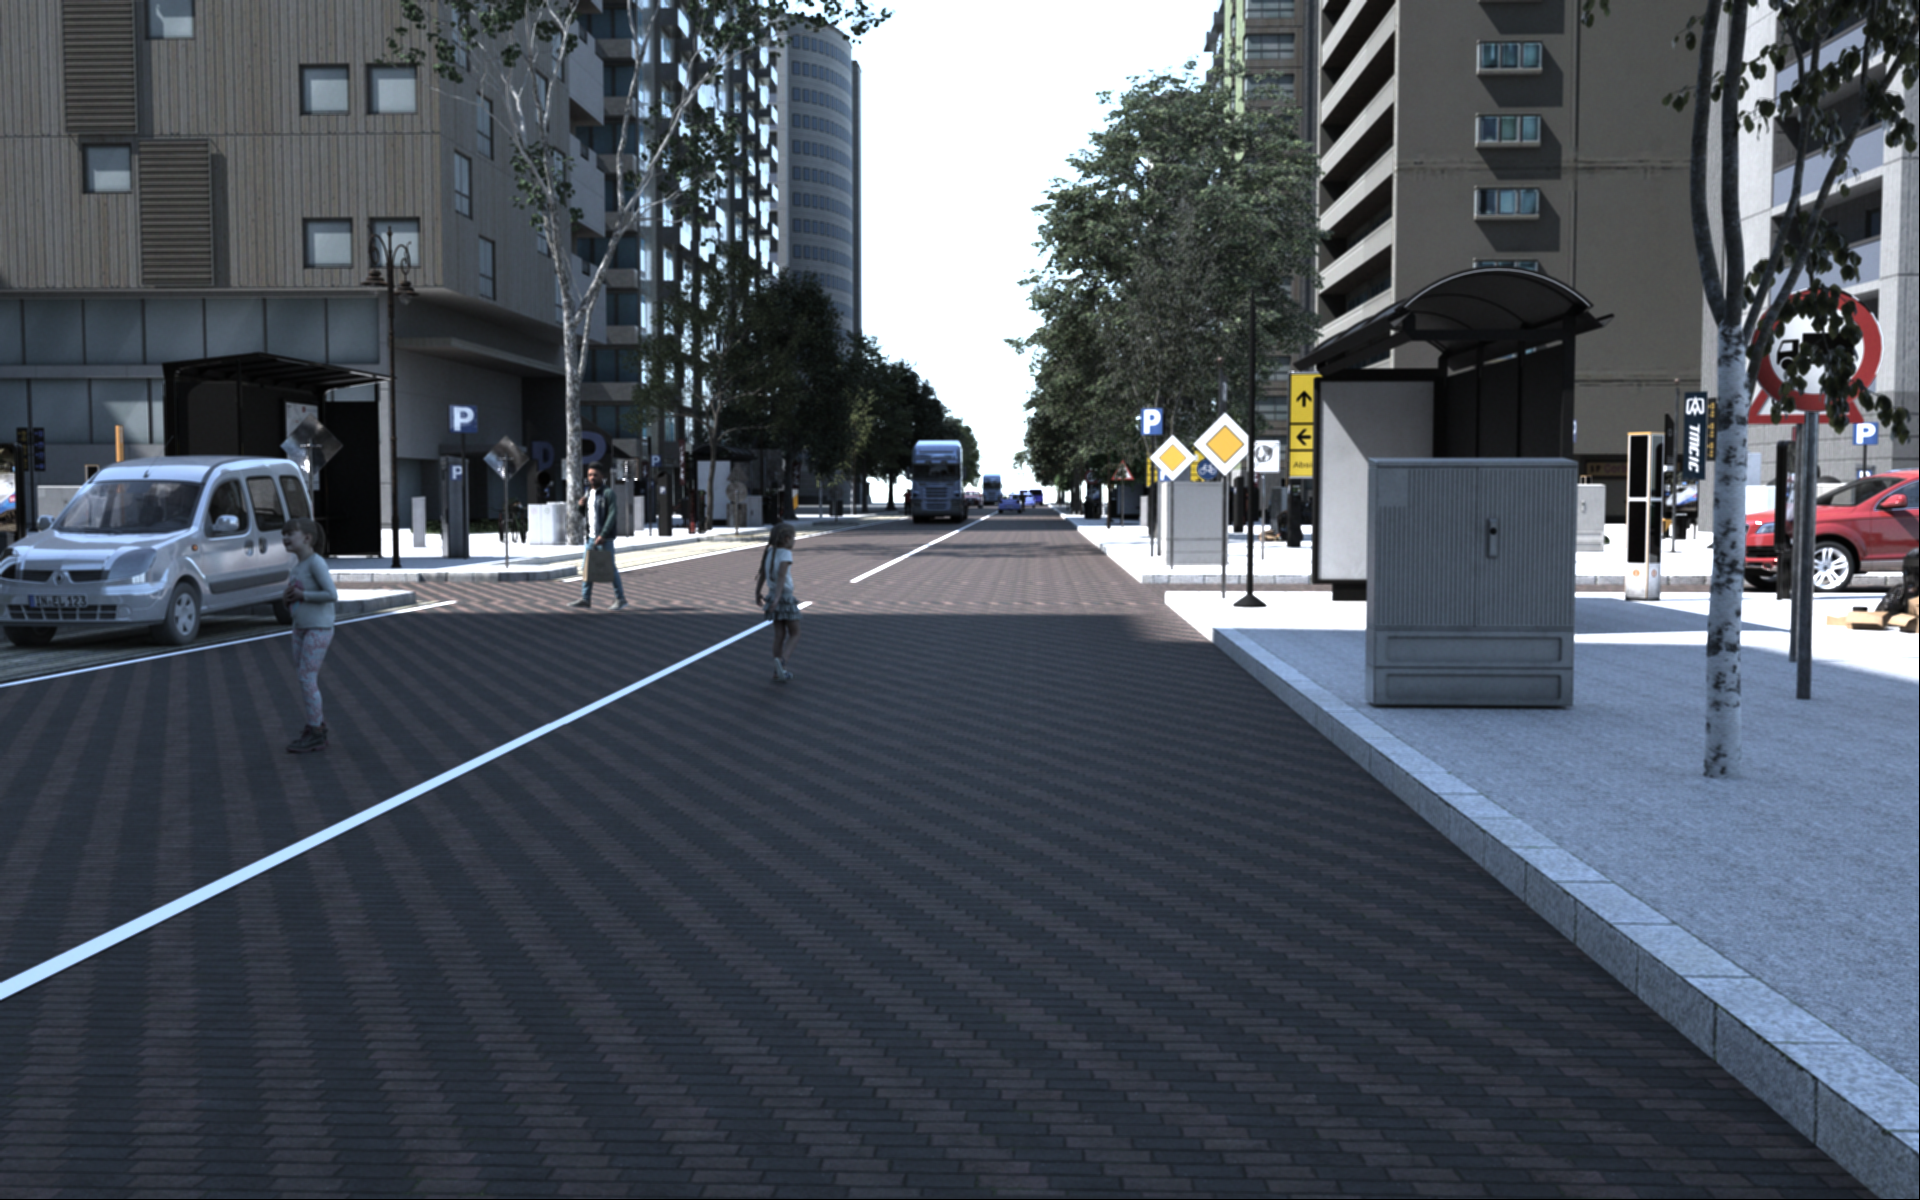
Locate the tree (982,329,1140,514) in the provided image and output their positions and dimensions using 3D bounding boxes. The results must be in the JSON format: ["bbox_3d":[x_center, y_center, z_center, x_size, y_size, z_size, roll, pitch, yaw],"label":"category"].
[{"bbox_3d":[7.633,-11.872,111.117,9.611,12.733,9.660,0,3,0],"label":"tree"}]

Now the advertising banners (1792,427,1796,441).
[{"bbox_3d":[21.311,-3.012,45.431,0.090,3.025,2.074,-2,4,-32],"label":"advertising banners"}]

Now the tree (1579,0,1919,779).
[{"bbox_3d":[3.684,-3.496,7.516,4.360,8.622,3.978,0,3,0],"label":"tree"}]

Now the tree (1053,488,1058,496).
[{"bbox_3d":[14.723,-18.785,257.494,4.737,8.622,4.395,0,3,0],"label":"tree"}]

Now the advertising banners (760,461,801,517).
[{"bbox_3d":[-9.497,-5.902,92.691,2.074,3.025,0.090,-1,4,-13],"label":"advertising banners"}]

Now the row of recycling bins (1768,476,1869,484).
[{"bbox_3d":[20.431,-2.004,39.883,3.534,1.692,1.069,1,4,9],"label":"row of recycling bins"}]

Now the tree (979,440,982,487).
[{"bbox_3d":[-4.078,-15.163,164.917,9.611,12.733,9.660,0,3,0],"label":"tree"}]

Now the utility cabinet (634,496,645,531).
[{"bbox_3d":[-11.157,-3.001,60.234,0.306,1.237,1.020,0,4,-6],"label":"utility cabinet"}]

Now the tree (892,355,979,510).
[{"bbox_3d":[-5.470,-13.584,139.108,9.611,12.733,9.660,0,3,0],"label":"tree"}]

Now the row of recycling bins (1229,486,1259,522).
[{"bbox_3d":[12.773,-4.520,81.022,1.069,1.692,3.534,3,5,43],"label":"row of recycling bins"}]

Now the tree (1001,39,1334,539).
[{"bbox_3d":[5.836,-8.749,49.704,9.857,13.997,8.962,0,3,0],"label":"tree"}]

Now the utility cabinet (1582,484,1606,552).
[{"bbox_3d":[13.567,-1.802,38.137,1.173,1.500,0.318,0,4,1],"label":"utility cabinet"}]

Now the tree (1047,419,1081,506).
[{"bbox_3d":[10.023,-13.076,148.211,7.601,10.594,8.767,2,4,33],"label":"tree"}]

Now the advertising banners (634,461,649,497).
[{"bbox_3d":[-17.406,-5.893,92.533,2.074,3.025,0.090,2,4,28],"label":"advertising banners"}]

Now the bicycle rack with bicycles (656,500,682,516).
[{"bbox_3d":[-17.121,-5.511,103.491,2.852,0.926,2.925,3,5,40],"label":"bicycle rack with bicycles"}]

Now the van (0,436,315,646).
[{"bbox_3d":[-8.042,-0.647,17.590,2.013,2.044,4.112,0,4,2],"label":"van"}]

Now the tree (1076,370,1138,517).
[{"bbox_3d":[8.422,-9.051,98.350,4.737,8.622,4.395,0,3,0],"label":"tree"}]

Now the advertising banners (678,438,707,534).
[{"bbox_3d":[-8.581,-3.625,55.459,0.090,3.025,2.074,1,4,16],"label":"advertising banners"}]

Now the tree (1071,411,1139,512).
[{"bbox_3d":[9.252,-12.024,122.345,9.928,11.665,9.643,0,3,0],"label":"tree"}]

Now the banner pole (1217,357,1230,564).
[{"bbox_3d":[4.840,-2.565,31.954,0.401,3.779,0.863,1,4,20],"label":"banner pole"}]

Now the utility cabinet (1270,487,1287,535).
[{"bbox_3d":[9.826,-2.721,53.174,0.318,1.500,1.173,0,4,-5],"label":"utility cabinet"}]

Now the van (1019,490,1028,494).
[{"bbox_3d":[9.549,-15.255,253.797,2.240,2.365,5.245,0,4,4],"label":"van"}]

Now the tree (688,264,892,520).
[{"bbox_3d":[-8.574,-10.356,86.320,9.611,12.733,9.660,0,3,0],"label":"tree"}]

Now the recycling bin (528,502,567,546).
[{"bbox_3d":[-10.321,-1.881,43.316,0.722,1.027,0.722,1,4,11],"label":"recycling bin"}]

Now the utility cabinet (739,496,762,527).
[{"bbox_3d":[-8.273,-3.465,67.816,1.020,1.237,0.306,1,4,14],"label":"utility cabinet"}]

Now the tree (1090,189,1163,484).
[{"bbox_3d":[4.813,-5.515,40.533,4.360,8.622,3.978,0,3,0],"label":"tree"}]

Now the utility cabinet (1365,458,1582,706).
[{"bbox_3d":[3.068,-0.107,10.424,1.173,1.500,0.318,0,4,3],"label":"utility cabinet"}]

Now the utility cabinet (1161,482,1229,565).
[{"bbox_3d":[4.213,-1.371,31.098,1.173,1.500,0.318,-1,4,-13],"label":"utility cabinet"}]

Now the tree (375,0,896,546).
[{"bbox_3d":[-8.418,-11.357,41.568,12.611,20.169,13.585,0,3,0],"label":"tree"}]

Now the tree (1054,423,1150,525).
[{"bbox_3d":[6.795,-5.451,72.830,4.285,4.588,4.351,0,3,0],"label":"tree"}]

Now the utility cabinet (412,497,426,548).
[{"bbox_3d":[-13.011,-1.864,41.642,0.306,1.237,1.020,-1,4,-16],"label":"utility cabinet"}]

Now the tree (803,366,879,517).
[{"bbox_3d":[-7.549,-8.934,96.440,4.737,8.622,4.395,0,3,0],"label":"tree"}]

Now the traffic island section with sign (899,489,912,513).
[{"bbox_3d":[-3.527,-7.374,129.190,1.989,1.847,2.006,0,4,2],"label":"traffic island section with sign"}]

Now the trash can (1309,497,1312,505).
[{"bbox_3d":[16.978,-4.336,82.542,0.748,1.137,0.748,0,3,0],"label":"trash can"}]

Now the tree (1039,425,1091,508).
[{"bbox_3d":[10.393,-14.831,160.612,7.486,12.596,7.792,0,3,0],"label":"tree"}]

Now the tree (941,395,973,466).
[{"bbox_3d":[-3.598,-17.665,199.191,12.009,13.543,11.850,0,3,0],"label":"tree"}]

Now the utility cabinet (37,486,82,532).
[{"bbox_3d":[-24.628,-2.376,47.532,1.173,1.500,0.318,-2,4,-24],"label":"utility cabinet"}]

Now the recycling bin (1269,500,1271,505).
[{"bbox_3d":[14.019,-3.872,75.865,0.722,1.027,0.722,-2,4,-27],"label":"recycling bin"}]

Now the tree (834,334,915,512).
[{"bbox_3d":[-6.830,-12.519,122.816,7.486,12.596,7.792,0,3,0],"label":"tree"}]

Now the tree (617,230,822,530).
[{"bbox_3d":[-8.608,-7.746,61.053,7.601,10.594,8.767,1,4,12],"label":"tree"}]

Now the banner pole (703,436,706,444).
[{"bbox_3d":[-10.900,-5.229,75.504,0.863,3.779,0.401,-2,4,-27],"label":"banner pole"}]

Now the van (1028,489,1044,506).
[{"bbox_3d":[9.251,-12.800,213.660,2.240,2.365,5.245,0,4,1],"label":"van"}]

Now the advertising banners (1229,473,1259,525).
[{"bbox_3d":[11.550,-4.581,71.086,0.090,3.025,2.074,-3,4,-38],"label":"advertising banners"}]

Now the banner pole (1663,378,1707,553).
[{"bbox_3d":[15.712,-2.902,37.469,0.863,3.779,0.401,3,4,38],"label":"banner pole"}]

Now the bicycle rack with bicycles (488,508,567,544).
[{"bbox_3d":[-11.184,-1.976,45.684,2.852,0.926,2.925,0,4,-5],"label":"bicycle rack with bicycles"}]

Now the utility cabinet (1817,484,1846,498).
[{"bbox_3d":[18.322,-1.719,36.790,1.173,1.500,0.318,3,5,43],"label":"utility cabinet"}]

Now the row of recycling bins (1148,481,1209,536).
[{"bbox_3d":[7.010,-2.897,54.471,1.069,1.692,3.534,3,4,38],"label":"row of recycling bins"}]

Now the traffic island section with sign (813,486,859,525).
[{"bbox_3d":[-5.662,-4.336,79.521,1.989,1.847,2.006,0,4,2],"label":"traffic island section with sign"}]

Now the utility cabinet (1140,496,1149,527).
[{"bbox_3d":[7.247,-3.470,67.898,0.306,1.237,1.020,1,4,11],"label":"utility cabinet"}]

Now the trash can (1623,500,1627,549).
[{"bbox_3d":[15.130,-1.645,38.542,0.748,1.137,0.748,0,3,0],"label":"trash can"}]

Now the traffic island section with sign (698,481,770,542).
[{"bbox_3d":[-6.802,-2.689,52.590,1.989,1.847,2.006,0,4,2],"label":"traffic island section with sign"}]

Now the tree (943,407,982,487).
[{"bbox_3d":[-2.214,-18.630,222.725,7.486,12.596,7.792,0,3,0],"label":"tree"}]
